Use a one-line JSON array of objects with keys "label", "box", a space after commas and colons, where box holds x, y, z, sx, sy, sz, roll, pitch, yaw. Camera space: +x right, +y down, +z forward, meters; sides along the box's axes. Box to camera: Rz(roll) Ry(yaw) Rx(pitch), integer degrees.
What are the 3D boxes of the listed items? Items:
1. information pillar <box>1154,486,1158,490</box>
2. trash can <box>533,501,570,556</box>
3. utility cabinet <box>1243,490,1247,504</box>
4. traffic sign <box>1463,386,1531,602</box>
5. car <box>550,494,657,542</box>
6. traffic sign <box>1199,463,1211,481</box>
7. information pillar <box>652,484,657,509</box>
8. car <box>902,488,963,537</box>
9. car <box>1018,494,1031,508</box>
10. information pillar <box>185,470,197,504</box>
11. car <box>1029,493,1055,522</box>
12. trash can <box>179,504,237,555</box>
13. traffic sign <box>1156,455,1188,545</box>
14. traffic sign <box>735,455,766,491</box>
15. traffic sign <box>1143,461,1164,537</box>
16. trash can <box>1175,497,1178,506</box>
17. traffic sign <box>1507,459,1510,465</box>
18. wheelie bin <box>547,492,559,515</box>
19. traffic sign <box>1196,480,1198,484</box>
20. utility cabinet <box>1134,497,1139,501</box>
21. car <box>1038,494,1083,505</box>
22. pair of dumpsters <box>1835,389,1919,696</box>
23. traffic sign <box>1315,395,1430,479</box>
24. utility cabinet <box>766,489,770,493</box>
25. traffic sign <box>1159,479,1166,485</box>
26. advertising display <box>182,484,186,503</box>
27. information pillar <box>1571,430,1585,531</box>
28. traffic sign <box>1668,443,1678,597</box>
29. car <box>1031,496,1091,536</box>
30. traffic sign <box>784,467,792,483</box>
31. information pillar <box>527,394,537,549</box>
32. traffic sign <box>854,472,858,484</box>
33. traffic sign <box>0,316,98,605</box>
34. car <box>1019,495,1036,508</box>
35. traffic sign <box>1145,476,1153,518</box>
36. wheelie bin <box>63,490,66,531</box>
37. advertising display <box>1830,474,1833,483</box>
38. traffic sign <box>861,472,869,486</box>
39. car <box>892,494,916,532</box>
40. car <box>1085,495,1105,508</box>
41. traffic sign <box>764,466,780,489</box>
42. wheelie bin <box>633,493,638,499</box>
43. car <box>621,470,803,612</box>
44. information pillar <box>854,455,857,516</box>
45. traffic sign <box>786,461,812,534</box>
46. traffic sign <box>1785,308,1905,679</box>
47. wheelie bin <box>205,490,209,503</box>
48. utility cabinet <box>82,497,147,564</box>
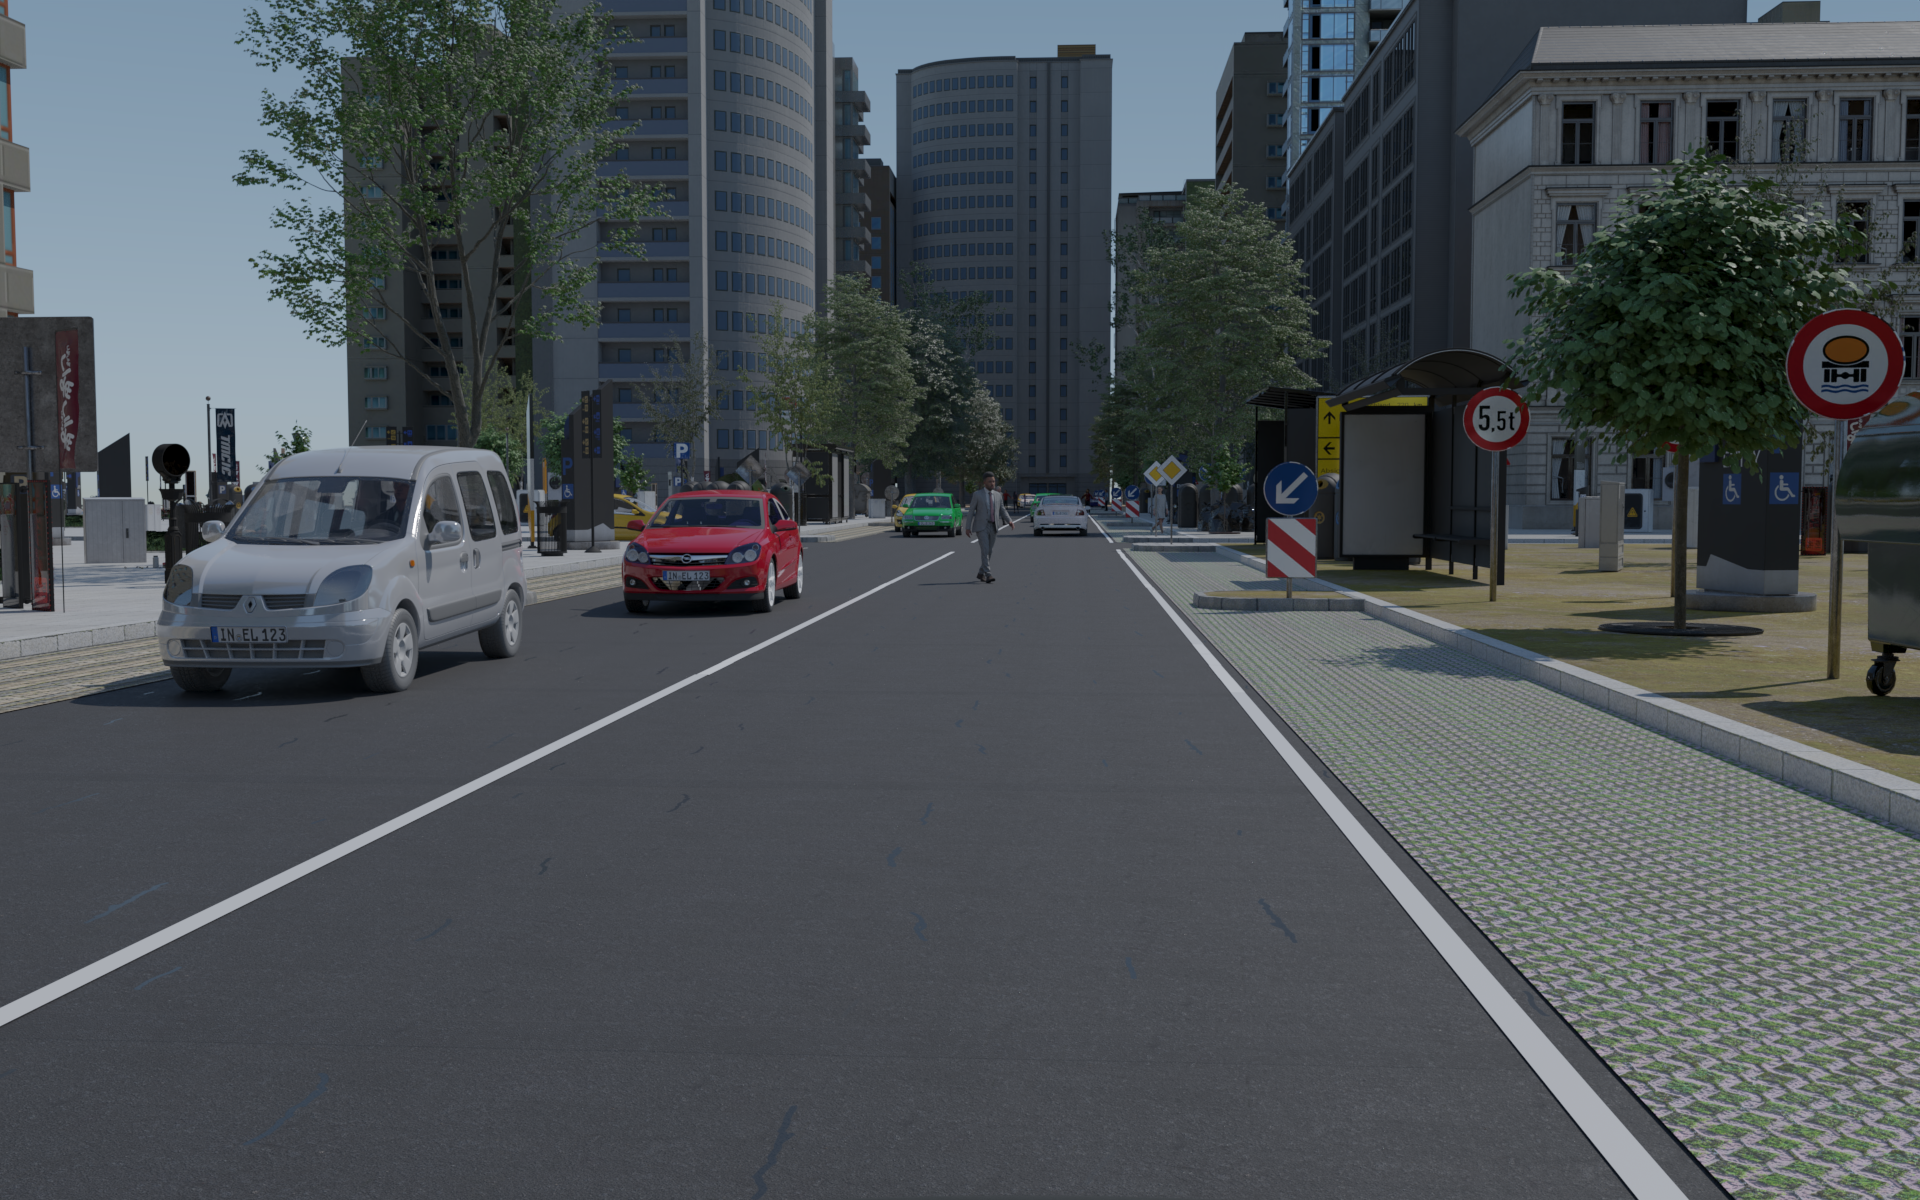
[{"label": "information pillar", "box": [13.889, -7.202, 122.251, 0.304, 2.012, 0.304, -3, 4, -36]}, {"label": "trash can", "box": [-8.433, -1.476, 35.784, 0.748, 1.137, 0.748, 0, 3, 0]}, {"label": "utility cabinet", "box": [14.241, -4.712, 85.725, 1.173, 1.500, 0.318, -3, 5, -43]}, {"label": "traffic sign", "box": [6.367, -1.254, 20.614, 0.768, 2.556, 0.104, 1, 4, 13]}, {"label": "car", "box": [-9.394, -2.319, 48.133, 3.980, 1.641, 2.015, 0, 4, 4]}, {"label": "traffic sign", "box": [10.330, -4.406, 72.146, 0.768, 2.556, 0.104, 0, 4, 7]}, {"label": "information pillar", "box": [-21.623, -7.220, 122.536, 0.304, 2.012, 0.304, 1, 4, 9]}, {"label": "car", "box": [-0.912, -3.057, 58.771, 1.959, 1.807, 4.718, 0, 4, 5]}, {"label": "car", "box": [6.995, -10.699, 185.158, 2.015, 1.641, 3.980, 0, 4, 4]}, {"label": "information pillar", "box": [-23.980, -3.030, 54.027, 0.304, 2.012, 0.304, -1, 4, -19]}, {"label": "car", "box": [4.524, -4.894, 88.810, 1.959, 1.807, 4.718, 0, 4, 4]}, {"label": "trash can", "box": [-10.513, -0.770, 24.240, 0.748, 1.137, 0.748, 0, 3, 0]}, {"label": "traffic sign", "box": [5.373, -2.467, 43.983, 0.795, 2.450, 0.064, 0, 4, 4]}, {"label": "traffic sign", "box": [-5.398, -2.511, 44.692, 0.795, 2.450, 0.064, 0, 4, 4]}, {"label": "traffic sign", "box": [5.884, -2.955, 51.952, 0.795, 2.450, 0.064, 0, 4, 4]}, {"label": "trash can", "box": [11.335, -4.706, 88.594, 0.748, 1.137, 0.748, 0, 3, 0]}, {"label": "traffic sign", "box": [9.696, -1.957, 32.006, 0.884, 2.594, 0.081, 0, 4, 7]}, {"label": "wheelie bin", "box": [-24.665, -5.931, 104.880, 0.980, 1.594, 0.693, 2, 4, 28]}, {"label": "traffic sign", "box": [12.715, -5.843, 95.540, 0.884, 2.594, 0.081, 1, 4, 9]}, {"label": "utility cabinet", "box": [12.863, -7.015, 123.372, 1.173, 1.500, 0.318, -3, 5, -43]}, {"label": "car", "box": [4.485, -4.135, 77.390, 2.009, 1.686, 4.222, 0, 4, 2]}, {"label": "pair of dumpsters", "box": [6.261, -0.393, 8.912, 1.574, 2.255, 4.437, 0, 4, 4]}, {"label": "traffic sign", "box": [8.483, -2.558, 35.703, 2.265, 3.308, 0.079, 1, 4, 12]}, {"label": "utility cabinet", "box": [-8.146, -4.182, 77.049, 0.318, 1.500, 1.173, -3, 5, -40]}, {"label": "traffic sign", "box": [9.998, -5.166, 86.598, 0.606, 2.300, 0.079, 1, 4, 13]}, {"label": "advertising display", "box": [-51.693, -6.762, 115.777, 0.123, 1.923, 0.974, 0, 4, -2]}, {"label": "information pillar", "box": [21.298, -4.173, 59.580, 0.504, 3.616, 0.183, -2, 4, -34]}, {"label": "traffic sign", "box": [8.880, -1.306, 21.466, 0.768, 2.556, 0.104, 1, 4, 12]}, {"label": "car", "box": [3.522, -2.943, 60.477, 2.083, 1.381, 4.827, 0, 4, 4]}, {"label": "traffic sign", "box": [-7.803, -4.922, 80.588, 0.768, 2.556, 0.104, 0, 4, 4]}, {"label": "information pillar", "box": [-10.103, -3.022, 40.761, 0.183, 3.616, 0.504, -1, 4, -22]}, {"label": "traffic sign", "box": [-6.170, -5.998, 98.171, 0.768, 2.556, 0.104, 1, 4, 12]}, {"label": "traffic sign", "box": [-11.035, -1.596, 19.967, 2.265, 3.308, 0.079, 0, 4, 5]}, {"label": "car", "box": [7.196, -10.237, 179.731, 2.083, 1.381, 4.827, 0, 4, 4]}, {"label": "traffic sign", "box": [10.265, -5.664, 92.708, 0.768, 2.556, 0.104, 1, 4, 13]}, {"label": "wheelie bin", "box": [-31.620, -3.218, 60.520, 0.693, 1.594, 0.980, -3, 4, -37]}, {"label": "advertising display", "box": [28.972, -3.170, 57.045, 0.974, 1.923, 0.123, -2, 4, -30]}, {"label": "traffic sign", "box": [-5.396, -6.166, 100.927, 0.768, 2.556, 0.104, 0, 4, 8]}, {"label": "car", "box": [-1.551, -3.457, 66.741, 2.015, 1.641, 3.980, 0, 4, 4]}, {"label": "car", "box": [12.838, -9.256, 163.909, 1.945, 1.354, 3.894, 0, 4, 2]}, {"label": "traffic sign", "box": [-8.688, -4.857, 79.417, 0.884, 2.594, 0.081, 1, 4, 13]}, {"label": "wheelie bin", "box": [-19.228, -5.703, 101.155, 0.693, 1.594, 0.980, 2, 4, 33]}, {"label": "car", "box": [-3.115, -0.813, 22.328, 2.155, 1.783, 4.494, 0, 4, 2]}, {"label": "information pillar", "box": [-6.243, -6.682, 100.609, 0.504, 3.616, 0.183, 0, 4, -3]}, {"label": "traffic sign", "box": [-4.887, -2.998, 52.661, 0.795, 2.450, 0.064, 0, 4, 4]}, {"label": "traffic sign", "box": [6.070, -0.725, 11.961, 0.768, 2.556, 0.104, 1, 4, 9]}, {"label": "wheelie bin", "box": [-42.953, -5.618, 99.765, 0.980, 1.594, 0.693, 0, 4, -2]}, {"label": "utility cabinet", "box": [-15.719, -1.287, 32.212, 1.020, 1.237, 0.306, -2, 4, -34]}]
